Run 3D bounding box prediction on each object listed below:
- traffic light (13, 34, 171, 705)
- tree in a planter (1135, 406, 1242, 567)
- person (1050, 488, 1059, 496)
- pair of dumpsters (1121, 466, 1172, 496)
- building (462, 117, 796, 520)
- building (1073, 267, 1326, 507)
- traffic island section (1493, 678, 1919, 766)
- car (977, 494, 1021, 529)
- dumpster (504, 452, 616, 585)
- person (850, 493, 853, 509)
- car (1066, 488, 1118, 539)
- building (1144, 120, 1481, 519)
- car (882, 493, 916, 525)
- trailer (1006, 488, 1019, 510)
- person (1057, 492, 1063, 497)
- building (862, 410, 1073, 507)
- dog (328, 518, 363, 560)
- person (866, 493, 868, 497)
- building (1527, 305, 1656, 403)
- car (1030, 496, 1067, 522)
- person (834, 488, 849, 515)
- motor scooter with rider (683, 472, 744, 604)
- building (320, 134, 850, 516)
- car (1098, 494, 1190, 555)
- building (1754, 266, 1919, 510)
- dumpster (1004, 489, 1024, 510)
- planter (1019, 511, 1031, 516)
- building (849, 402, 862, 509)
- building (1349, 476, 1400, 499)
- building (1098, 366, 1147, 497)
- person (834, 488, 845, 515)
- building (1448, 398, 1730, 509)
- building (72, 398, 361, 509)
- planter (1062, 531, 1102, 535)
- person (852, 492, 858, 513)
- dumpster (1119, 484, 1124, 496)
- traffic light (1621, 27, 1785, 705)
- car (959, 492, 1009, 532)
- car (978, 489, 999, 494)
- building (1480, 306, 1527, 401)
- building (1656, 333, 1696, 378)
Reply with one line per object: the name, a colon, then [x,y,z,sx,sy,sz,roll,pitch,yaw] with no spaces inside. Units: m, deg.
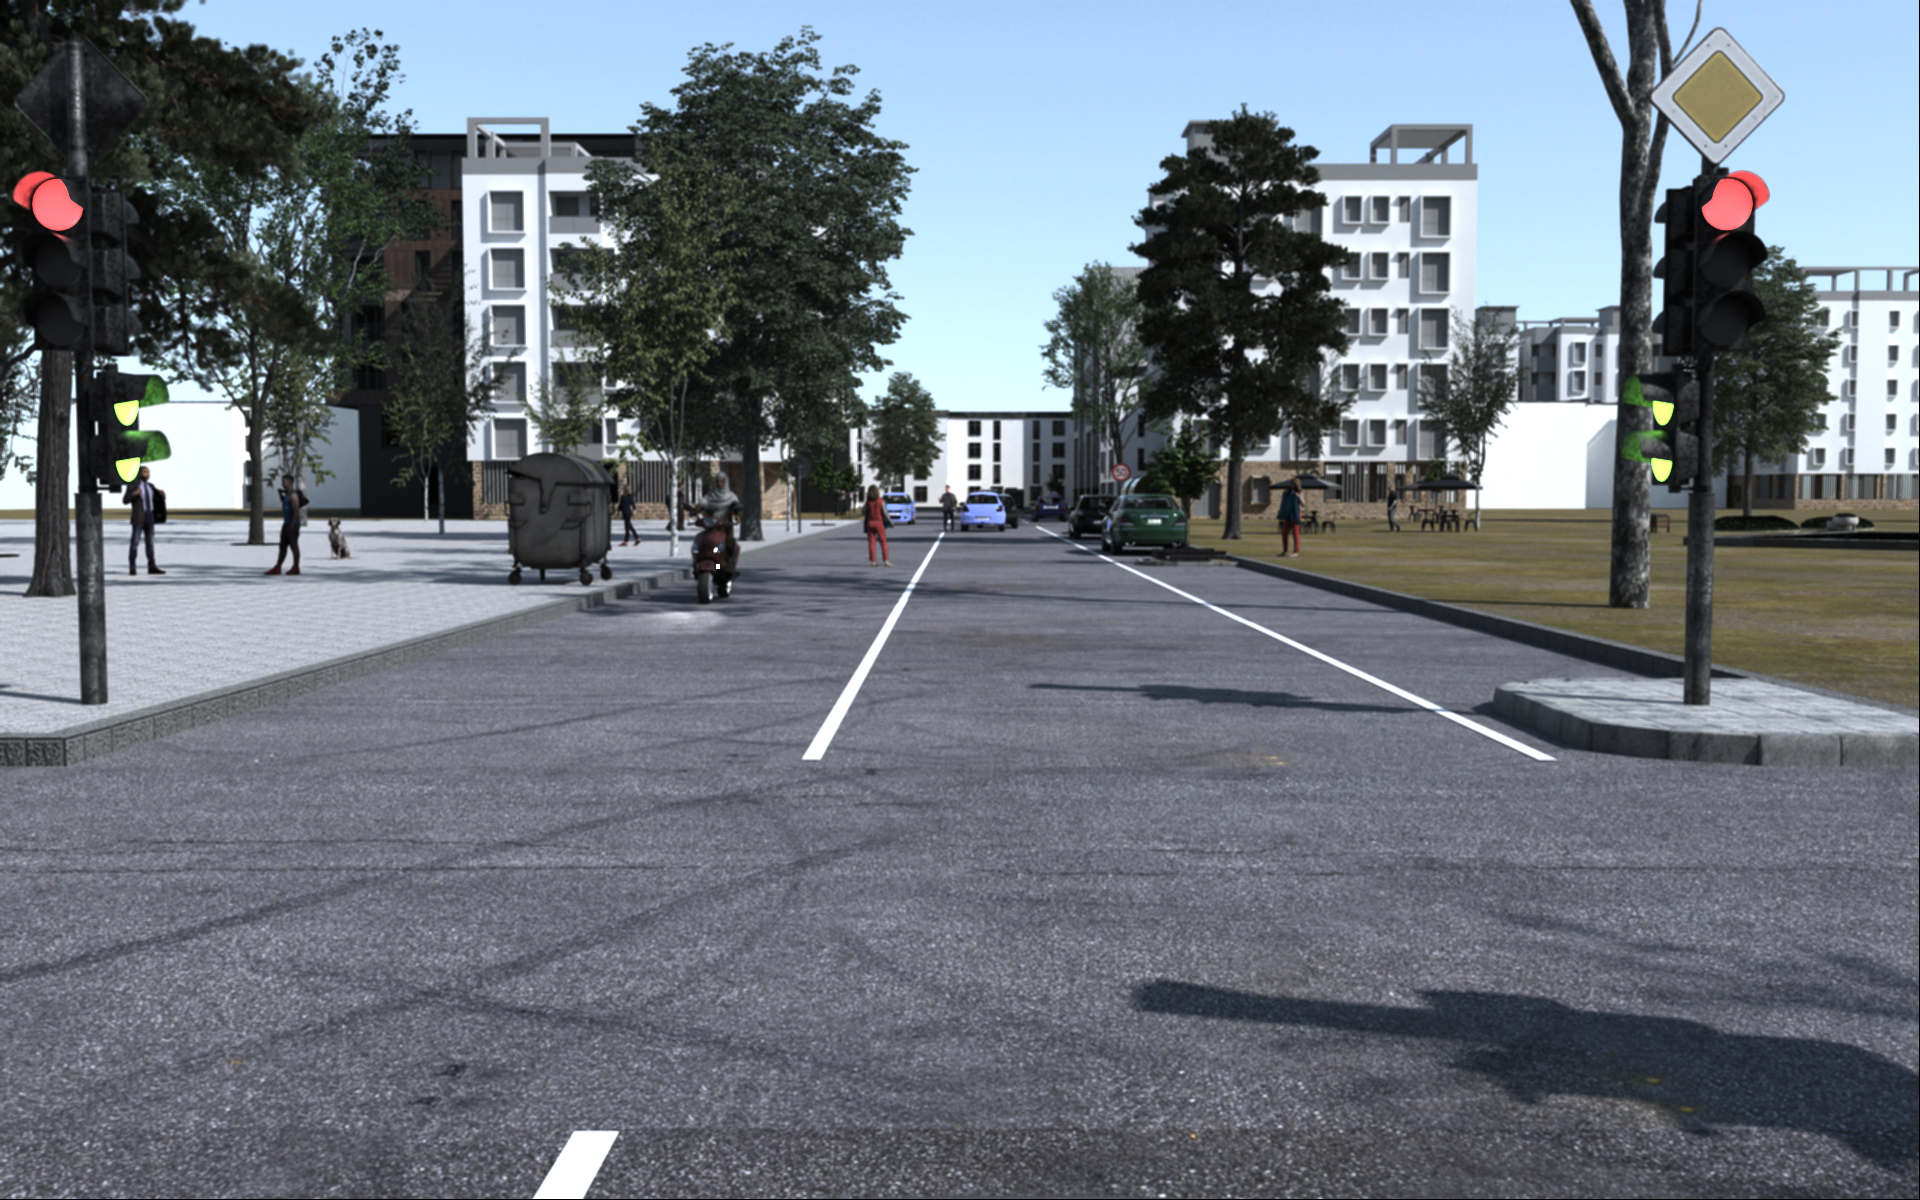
traffic light: [-5.280,-1.299,10.481,0.839,4.213,0.868,0,4,0]
tree in a planter: [4.599,-2.320,35.148,1.991,3.239,1.994,0,4,0]
person: [6.941,-7.376,127.582,0.756,1.711,0.436,0,4,-2]
pair of dumpsters: [6.771,-3.657,62.287,1.574,2.255,4.436,0,4,0]
building: [-16.746,-14.407,91.967,16.016,20.091,11.380,0,4,0]
building: [18.725,-16.930,143.265,16.747,18.905,31.486,0,4,0]
traffic island section: [4.521,0.716,10.579,2.009,0.180,2.903,0,4,0]
car: [1.571,-3.885,73.298,2.009,1.686,4.222,0,4,0]
dumpster: [-5.761,-1.174,24.960,1.264,1.857,1.865,0,3,0]
person: [-9.216,-8.430,144.806,0.756,1.711,0.436,0,4,2]
car: [4.457,-2.839,56.200,2.009,1.686,4.222,0,4,1]
building: [18.213,-14.504,93.564,16.016,20.091,11.380,0,4,0]
car: [-3.010,-4.395,81.449,1.945,1.707,3.694,0,4,1]
trailer: [4.751,-9.451,161.568,1.471,1.999,3.904,0,4,-1]
person: [6.968,-6.909,122.240,0.697,1.427,0.421,2,4,24]
building: [-1.178,-14.386,177.364,28.070,9.664,9.099,0,4,0]
dog: [-12.143,-1.212,34.191,0.800,0.831,0.513,-3,5,-43]
person: [-8.368,-9.106,158.160,0.421,1.427,0.697,2,4,33]
building: [62.997,-19.794,180.045,11.380,20.091,16.016,0,4,0]
car: [4.585,-4.688,89.232,1.945,1.354,3.894,0,3,0]
person: [-7.237,-6.094,106.388,0.721,1.736,1.217,3,5,44]
motor scooter with rider: [-3.321,-0.881,23.370,0.876,1.779,1.986,0,4,2]
building: [-22.307,-16.567,114.851,27.936,21.610,32.646,0,4,0]
car: [4.476,-1.855,42.126,2.131,1.459,4.920,0,4,0]
building: [74.645,-17.996,150.661,11.380,20.091,16.016,0,4,0]
dumpster: [4.806,-8.921,154.072,1.865,1.857,1.264,0,4,1]
planter: [4.845,-5.614,112.935,1.991,0.319,1.994,0,4,0]
building: [-23.245,-12.965,154.126,28.070,9.664,9.099,0,4,0]
building: [28.963,-19.203,180.432,31.486,18.905,16.747,0,4,0]
building: [14.661,-10.494,113.730,9.099,9.664,28.070,0,4,0]
person: [-7.203,-5.948,104.091,0.445,1.727,0.742,3,5,39]
building: [54.609,-13.030,155.184,28.070,9.664,9.099,0,4,0]
building: [-63.278,-13.050,155.515,28.070,9.664,9.099,0,4,0]
planter: [4.676,-2.510,62.181,1.991,0.319,1.994,0,4,0]
person: [-7.208,-6.851,119.521,0.415,1.643,0.593,-1,4,-21]
dumpster: [6.861,-3.757,67.184,1.264,1.857,1.865,0,4,0]
traffic light: [4.481,-1.298,10.466,0.839,4.213,0.868,0,4,0]
car: [0.912,-3.529,67.287,1.945,1.707,3.694,0,4,2]
car: [2.180,-7.800,136.204,2.281,1.827,5.304,0,4,-2]
building: [50.396,-19.823,180.523,11.380,20.091,16.016,0,4,0]
building: [75.114,-19.786,179.919,11.380,20.091,16.016,0,4,0]
